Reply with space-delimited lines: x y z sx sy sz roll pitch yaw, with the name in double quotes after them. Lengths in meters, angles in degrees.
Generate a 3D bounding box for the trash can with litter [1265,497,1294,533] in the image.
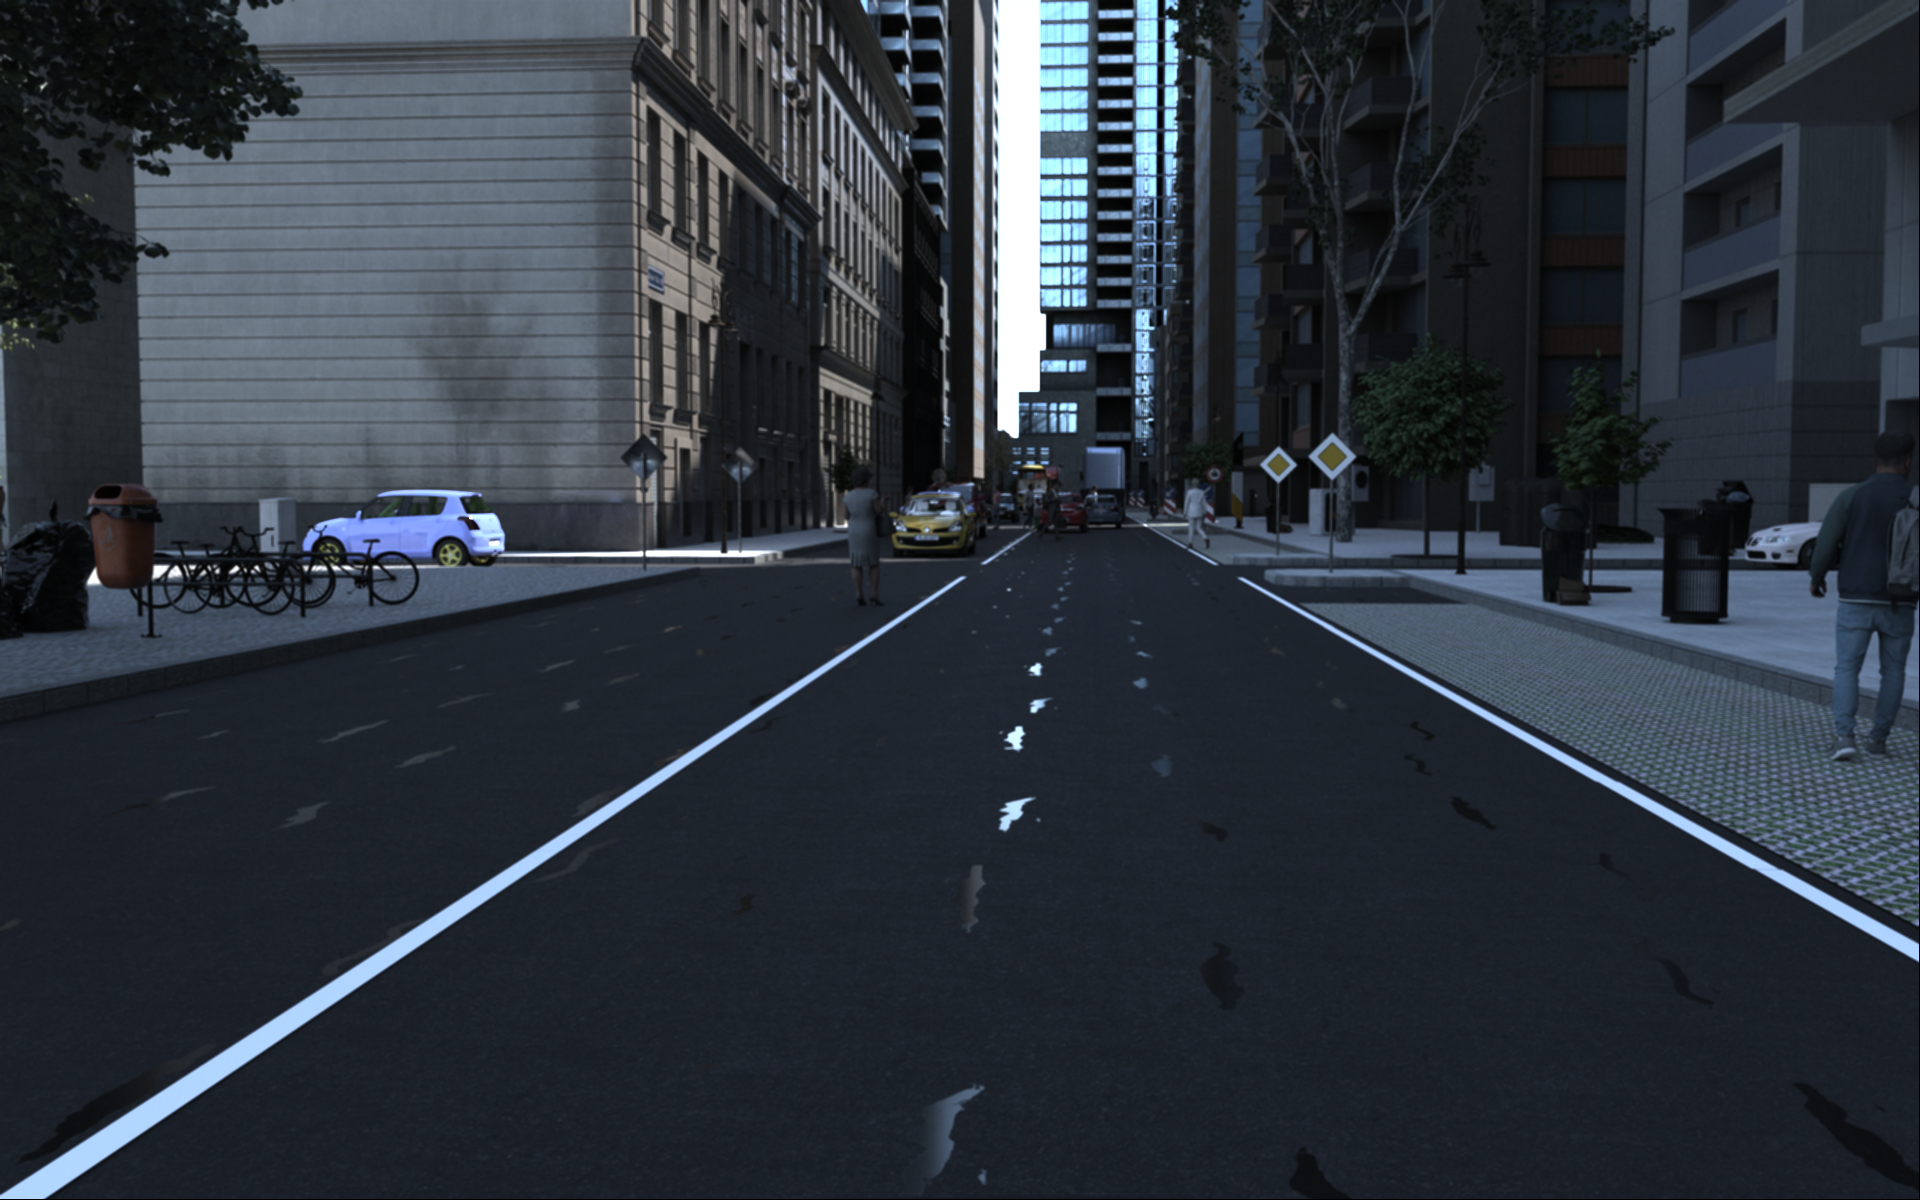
10.586 -2.806 57.259 0.624 1.170 1.055 -3 4 -37 "trash can with litter"

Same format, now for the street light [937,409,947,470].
-0.950 -7.326 92.562 0.468 5.910 1.993 0 4 4 "street light"

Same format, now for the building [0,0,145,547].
-29.482 -11.596 44.349 16.860 20.320 10.420 0 4 4 "building"

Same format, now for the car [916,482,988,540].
-0.260 -2.911 56.271 2.281 1.827 5.304 0 4 6 "car"

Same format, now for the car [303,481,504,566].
-10.676 -1.443 33.181 3.694 1.707 1.945 0 4 6 "car"

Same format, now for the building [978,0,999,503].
-10.273 -38.806 176.471 28.212 58.520 21.231 0 4 4 "building"

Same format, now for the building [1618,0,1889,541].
34.105 -30.649 43.104 28.212 58.520 21.231 0 4 4 "building"

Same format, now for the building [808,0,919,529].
-11.322 -14.953 77.766 16.112 22.955 30.059 0 4 4 "building"

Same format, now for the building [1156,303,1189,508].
33.829 -19.902 170.438 27.650 21.520 28.899 0 4 4 "building"

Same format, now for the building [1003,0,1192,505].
21.211 -54.522 204.112 31.000 86.520 22.319 0 4 4 "building"

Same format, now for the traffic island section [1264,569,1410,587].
6.051 -0.361 28.181 2.009 0.180 2.903 0 4 4 "traffic island section"

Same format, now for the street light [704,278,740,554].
-5.081 -3.935 37.130 0.468 5.910 1.993 0 4 4 "street light"

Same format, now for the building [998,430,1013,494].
-7.725 -37.992 210.401 27.495 52.752 28.713 0 4 4 "building"

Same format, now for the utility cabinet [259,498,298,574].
-10.710 -0.981 27.196 0.306 1.237 1.020 -3 4 -37 "utility cabinet"

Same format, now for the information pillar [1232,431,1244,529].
10.326 -4.468 64.405 0.504 3.616 0.183 -2 4 -33 "information pillar"

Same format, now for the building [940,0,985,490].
-5.204 -30.634 150.977 14.600 45.320 14.200 0 4 4 "building"

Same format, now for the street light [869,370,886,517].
-3.076 -5.634 64.900 0.468 5.910 1.993 0 4 4 "street light"

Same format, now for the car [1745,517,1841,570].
17.263 -1.222 32.346 4.827 1.381 2.083 0 4 6 "car"

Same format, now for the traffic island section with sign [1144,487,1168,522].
10.567 -4.886 88.510 1.989 1.847 2.006 0 4 4 "traffic island section with sign"

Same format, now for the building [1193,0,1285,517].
21.308 -27.677 102.631 14.600 45.320 14.200 0 4 4 "building"

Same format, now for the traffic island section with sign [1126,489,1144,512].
14.254 -7.909 137.939 1.989 1.847 2.006 0 4 4 "traffic island section with sign"

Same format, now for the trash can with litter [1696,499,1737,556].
15.847 -1.514 36.140 0.624 1.170 1.055 0 4 -8 "trash can with litter"

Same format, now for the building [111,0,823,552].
-11.825 -15.455 49.945 12.463 27.353 25.104 0 4 4 "building"

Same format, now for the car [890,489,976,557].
-0.580 -1.856 40.569 2.015 1.641 3.980 0 4 5 "car"

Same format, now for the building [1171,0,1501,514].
28.706 -29.713 140.436 22.147 44.769 28.867 0 4 4 "building"

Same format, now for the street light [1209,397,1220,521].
12.129 -6.711 82.510 0.468 5.910 1.993 0 4 4 "street light"

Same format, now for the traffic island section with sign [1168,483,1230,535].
8.557 -3.242 61.629 1.989 1.847 2.006 0 4 4 "traffic island section with sign"

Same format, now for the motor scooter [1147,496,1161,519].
10.803 -5.115 96.403 0.815 1.314 1.986 0 4 6 "motor scooter"

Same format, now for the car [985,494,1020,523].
2.087 -4.764 87.681 2.009 1.686 4.222 0 4 5 "car"

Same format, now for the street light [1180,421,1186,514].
14.219 -8.413 110.339 0.468 5.910 1.993 0 4 4 "street light"

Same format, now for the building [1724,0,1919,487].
23.482 -25.775 10.660 28.713 52.752 27.495 0 4 4 "building"

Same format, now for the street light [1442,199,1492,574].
8.021 -3.350 27.555 0.468 5.910 1.993 0 4 4 "street light"

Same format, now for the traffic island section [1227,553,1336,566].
6.645 -0.848 36.144 2.009 0.180 2.903 0 4 4 "traffic island section"

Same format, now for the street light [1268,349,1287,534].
10.143 -5.054 55.428 0.468 5.910 1.993 0 4 4 "street light"

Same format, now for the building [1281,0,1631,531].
23.816 -25.479 71.213 22.147 44.769 28.867 0 4 4 "building"

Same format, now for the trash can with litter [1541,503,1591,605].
7.192 -0.547 20.327 0.624 1.170 1.055 0 4 5 "trash can with litter"

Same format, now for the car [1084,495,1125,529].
5.916 -3.715 72.744 2.014 1.417 4.499 0 4 6 "car"

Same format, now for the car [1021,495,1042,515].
5.246 -6.480 118.317 2.083 1.381 4.827 0 4 3 "car"

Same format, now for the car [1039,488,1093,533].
3.937 -3.456 65.552 2.155 1.783 4.494 0 4 6 "car"

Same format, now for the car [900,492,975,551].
-0.561 -2.163 44.951 1.945 1.707 3.694 0 4 4 "car"

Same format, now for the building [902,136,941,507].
-7.945 -16.562 100.469 12.332 23.373 15.834 0 4 4 "building"

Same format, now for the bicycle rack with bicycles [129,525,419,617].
-7.818 -0.350 19.109 2.925 0.926 2.852 0 4 5 "bicycle rack with bicycles"

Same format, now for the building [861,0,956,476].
-11.076 -49.813 127.120 22.319 86.520 31.000 0 4 4 "building"
